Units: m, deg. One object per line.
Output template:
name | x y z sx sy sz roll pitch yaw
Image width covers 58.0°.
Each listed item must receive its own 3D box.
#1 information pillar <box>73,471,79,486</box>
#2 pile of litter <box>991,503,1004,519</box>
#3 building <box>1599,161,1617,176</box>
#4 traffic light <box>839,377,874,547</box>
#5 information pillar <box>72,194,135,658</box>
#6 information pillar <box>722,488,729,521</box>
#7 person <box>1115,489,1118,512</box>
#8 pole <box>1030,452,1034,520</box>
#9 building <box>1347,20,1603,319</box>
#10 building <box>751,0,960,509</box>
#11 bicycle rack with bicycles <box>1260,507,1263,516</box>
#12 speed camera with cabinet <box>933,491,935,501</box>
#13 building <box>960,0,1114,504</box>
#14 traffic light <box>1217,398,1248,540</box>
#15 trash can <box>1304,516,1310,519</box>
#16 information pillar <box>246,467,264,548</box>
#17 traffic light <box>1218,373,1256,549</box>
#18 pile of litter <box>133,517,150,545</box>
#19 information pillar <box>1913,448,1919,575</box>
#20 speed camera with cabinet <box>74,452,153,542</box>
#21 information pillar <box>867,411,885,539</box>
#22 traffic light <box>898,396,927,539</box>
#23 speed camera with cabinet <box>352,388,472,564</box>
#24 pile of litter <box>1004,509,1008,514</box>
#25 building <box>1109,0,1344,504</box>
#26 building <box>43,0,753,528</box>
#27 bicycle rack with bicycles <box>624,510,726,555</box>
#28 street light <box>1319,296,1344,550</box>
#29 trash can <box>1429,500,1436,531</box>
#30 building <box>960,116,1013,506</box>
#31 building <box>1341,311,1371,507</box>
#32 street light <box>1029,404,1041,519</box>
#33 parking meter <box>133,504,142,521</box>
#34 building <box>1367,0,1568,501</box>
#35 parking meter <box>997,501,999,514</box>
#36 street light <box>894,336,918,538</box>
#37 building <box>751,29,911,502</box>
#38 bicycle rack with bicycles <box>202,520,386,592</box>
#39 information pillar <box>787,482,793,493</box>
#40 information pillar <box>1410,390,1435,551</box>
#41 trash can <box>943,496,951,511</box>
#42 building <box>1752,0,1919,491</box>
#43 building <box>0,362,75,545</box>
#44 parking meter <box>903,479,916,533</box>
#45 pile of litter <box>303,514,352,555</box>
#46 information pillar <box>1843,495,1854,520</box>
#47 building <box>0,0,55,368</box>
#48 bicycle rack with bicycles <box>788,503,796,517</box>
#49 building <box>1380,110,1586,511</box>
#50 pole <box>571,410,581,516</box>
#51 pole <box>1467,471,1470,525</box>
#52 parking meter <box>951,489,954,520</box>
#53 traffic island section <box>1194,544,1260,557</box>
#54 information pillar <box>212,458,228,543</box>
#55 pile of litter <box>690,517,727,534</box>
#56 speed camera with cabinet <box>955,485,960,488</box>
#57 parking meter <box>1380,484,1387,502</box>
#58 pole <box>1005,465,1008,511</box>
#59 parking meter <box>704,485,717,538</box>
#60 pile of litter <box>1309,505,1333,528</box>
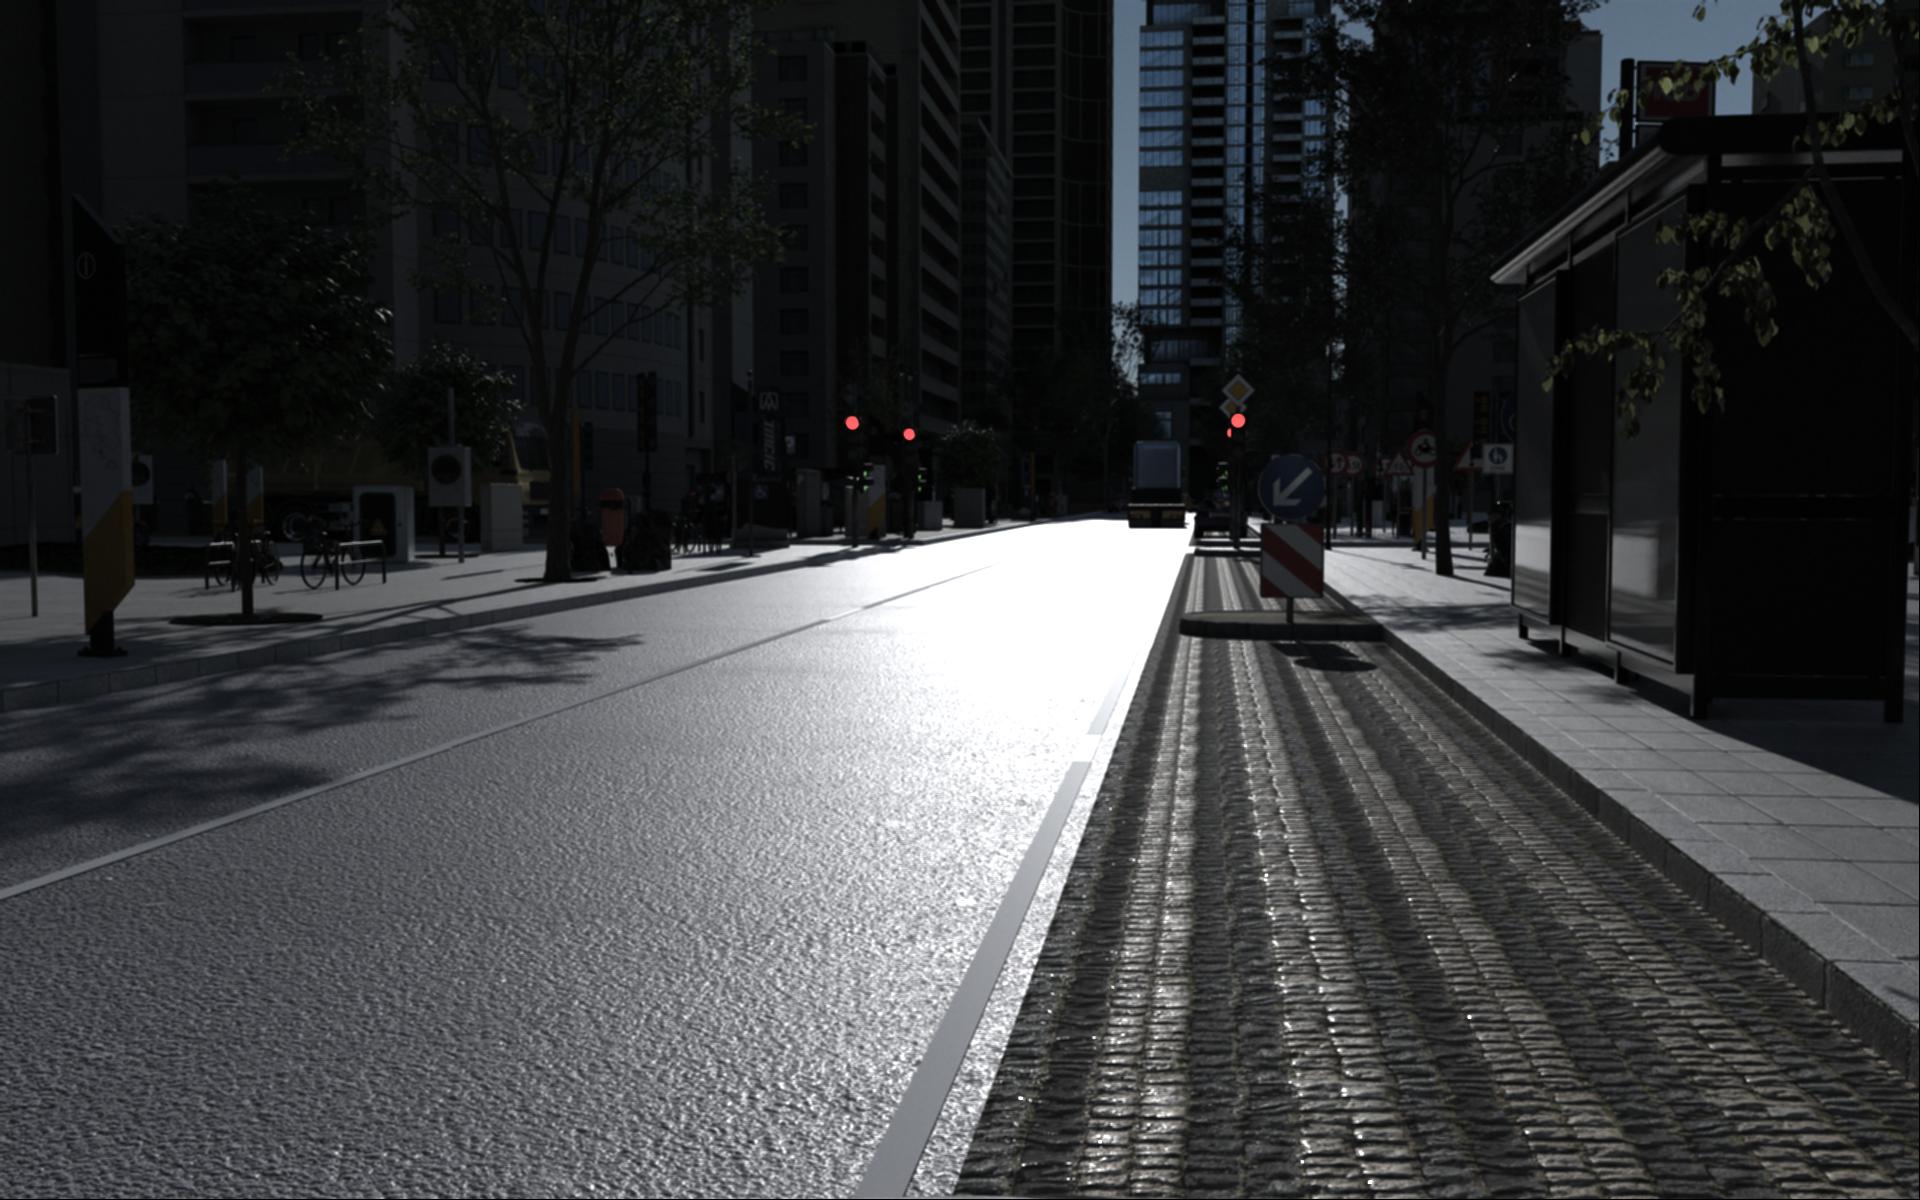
information pillar | -28.512 -3.133 55.711 0.304 2.012 0.304 -1 4 -15
pile of litter | 1.233 -4.539 88.180 1.176 0.858 1.719 -1 4 -19
building | 93.255 -34.495 218.620 28.867 44.769 22.147 0 4 8
traffic light | -2.513 -3.227 41.688 0.839 4.253 0.868 0 4 8
information pillar | -6.711 -1.358 13.564 0.504 3.616 0.183 2 4 24
information pillar | -9.462 -4.009 70.035 0.304 2.012 0.304 -2 4 -24
person | 12.259 -7.778 135.654 0.705 1.826 1.348 1 4 11
pole | 3.517 -5.532 84.292 0.158 3.312 0.155 0 3 0
building | 64.415 -41.531 221.031 28.212 58.520 21.231 0 4 8
building | -12.016 -31.411 137.264 21.300 48.544 21.600 0 4 8
bicycle rack with bicycles | 18.518 -5.159 97.729 2.925 0.926 2.852 1 4 15
speed camera with cabinet | -1.877 -5.468 83.745 0.660 3.252 2.038 2 4 24
building | 9.286 -48.326 228.380 20.611 71.187 20.563 0 4 8
traffic light | 7.588 -3.634 48.334 0.839 4.253 0.868 0 4 8
trash can | 17.770 -4.750 89.321 0.748 1.137 0.748 0 3 0
information pillar | -16.539 -3.001 40.428 0.504 3.616 0.183 0 4 6
traffic light | 6.460 -3.150 40.429 0.839 4.253 0.868 0 4 8
pile of litter | -15.314 -1.154 32.840 1.176 0.858 1.719 -1 4 -12
information pillar | 15.300 -1.395 27.303 0.304 2.012 0.304 -1 4 -15
speed camera with cabinet | -18.763 -2.658 37.802 0.660 3.252 2.038 3 5 41
information pillar | -2.380 -3.538 49.193 0.504 3.616 0.183 -1 4 -21
traffic light | -1.385 -3.711 49.593 0.839 4.253 0.868 0 4 8
speed camera with cabinet | -10.135 -2.306 32.031 2.038 3.252 0.660 0 4 -4
pile of litter | 2.636 -6.093 113.582 1.719 0.858 1.176 -3 4 -38
building | 35.196 -55.799 224.982 31.000 86.520 22.319 0 4 8
building | -23.101 -32.679 76.308 21.231 58.520 28.212 0 4 8
bicycle rack with bicycles | -6.380 -1.483 37.632 2.852 0.926 2.925 -1 4 -11
street light | 8.479 -4.094 39.724 0.468 5.910 1.993 0 4 8
trash can | 16.300 -2.929 59.541 0.748 1.137 0.748 0 3 0
building | -7.501 -29.602 175.876 23.993 40.220 32.217 0 4 8
building | 52.532 -19.832 169.292 27.650 21.520 28.899 0 4 8
street light | 3.860 -7.113 89.087 0.468 5.910 1.993 0 4 8
parking meter | -18.911 -1.907 39.596 0.372 1.533 0.369 0 3 0
building | 42.830 -30.465 148.219 14.600 45.320 14.200 0 4 8
parking meter | 2.285 -6.272 110.961 0.372 1.533 0.369 0 3 0
street light | -1.576 -4.761 50.636 0.468 5.910 1.993 0 4 8
building | -11.279 -20.821 112.118 14.160 30.474 14.107 0 4 8
bicycle rack with bicycles | -9.323 -0.642 23.883 2.852 0.926 2.925 0 4 3
information pillar | -10.046 -5.979 102.246 0.304 2.012 0.304 -3 4 -36
information pillar | 10.455 -2.913 38.990 0.504 3.616 0.183 -2 4 -26
trash can | -0.830 -6.778 122.477 0.748 1.137 0.748 0 3 0
building | 90.244 -33.223 166.895 21.600 48.544 21.300 0 4 8
building | -29.082 -35.787 23.366 20.611 71.187 20.563 0 4 8
parking meter | -1.664 -3.145 57.140 0.399 1.863 0.255 -2 4 -27
pile of litter | -13.513 -1.410 37.025 1.176 0.858 1.719 0 4 -4
information pillar | 35.673 -3.980 69.564 0.304 2.012 0.304 0 4 6
building | -44.153 -18.318 71.205 14.107 30.474 14.160 0 4 8
bicycle rack with bicycles | -7.117 -3.320 67.662 2.925 0.926 2.852 0 4 -8
building | 39.860 -22.204 134.741 14.160 30.474 14.107 0 4 8
pole | -9.364 -2.961 42.251 0.158 3.312 0.155 0 3 0
pole | 21.277 -4.796 72.260 0.158 3.312 0.155 0 3 0
parking meter | -0.276 -4.749 86.049 0.372 1.533 0.369 0 3 0
traffic island section | 6.498 -1.117 40.537 2.009 0.180 2.903 0 4 8
information pillar | -17.940 -3.092 41.906 0.504 3.616 0.183 2 4 32
pile of litter | -7.921 -2.542 55.535 1.719 0.858 1.176 0 4 5
speed camera with cabinet | 0.659 -7.691 120.080 2.038 3.252 0.660 1 4 21
parking meter | 24.168 -5.697 98.856 0.399 1.863 0.255 -2 4 -32
pole | 3.235 -7.748 120.524 0.158 3.312 0.155 0 3 0
parking meter | -7.348 -2.607 51.039 0.372 1.533 0.369 0 3 0
pile of litter | 13.643 -3.156 65.561 1.176 0.858 1.719 -3 4 -38
